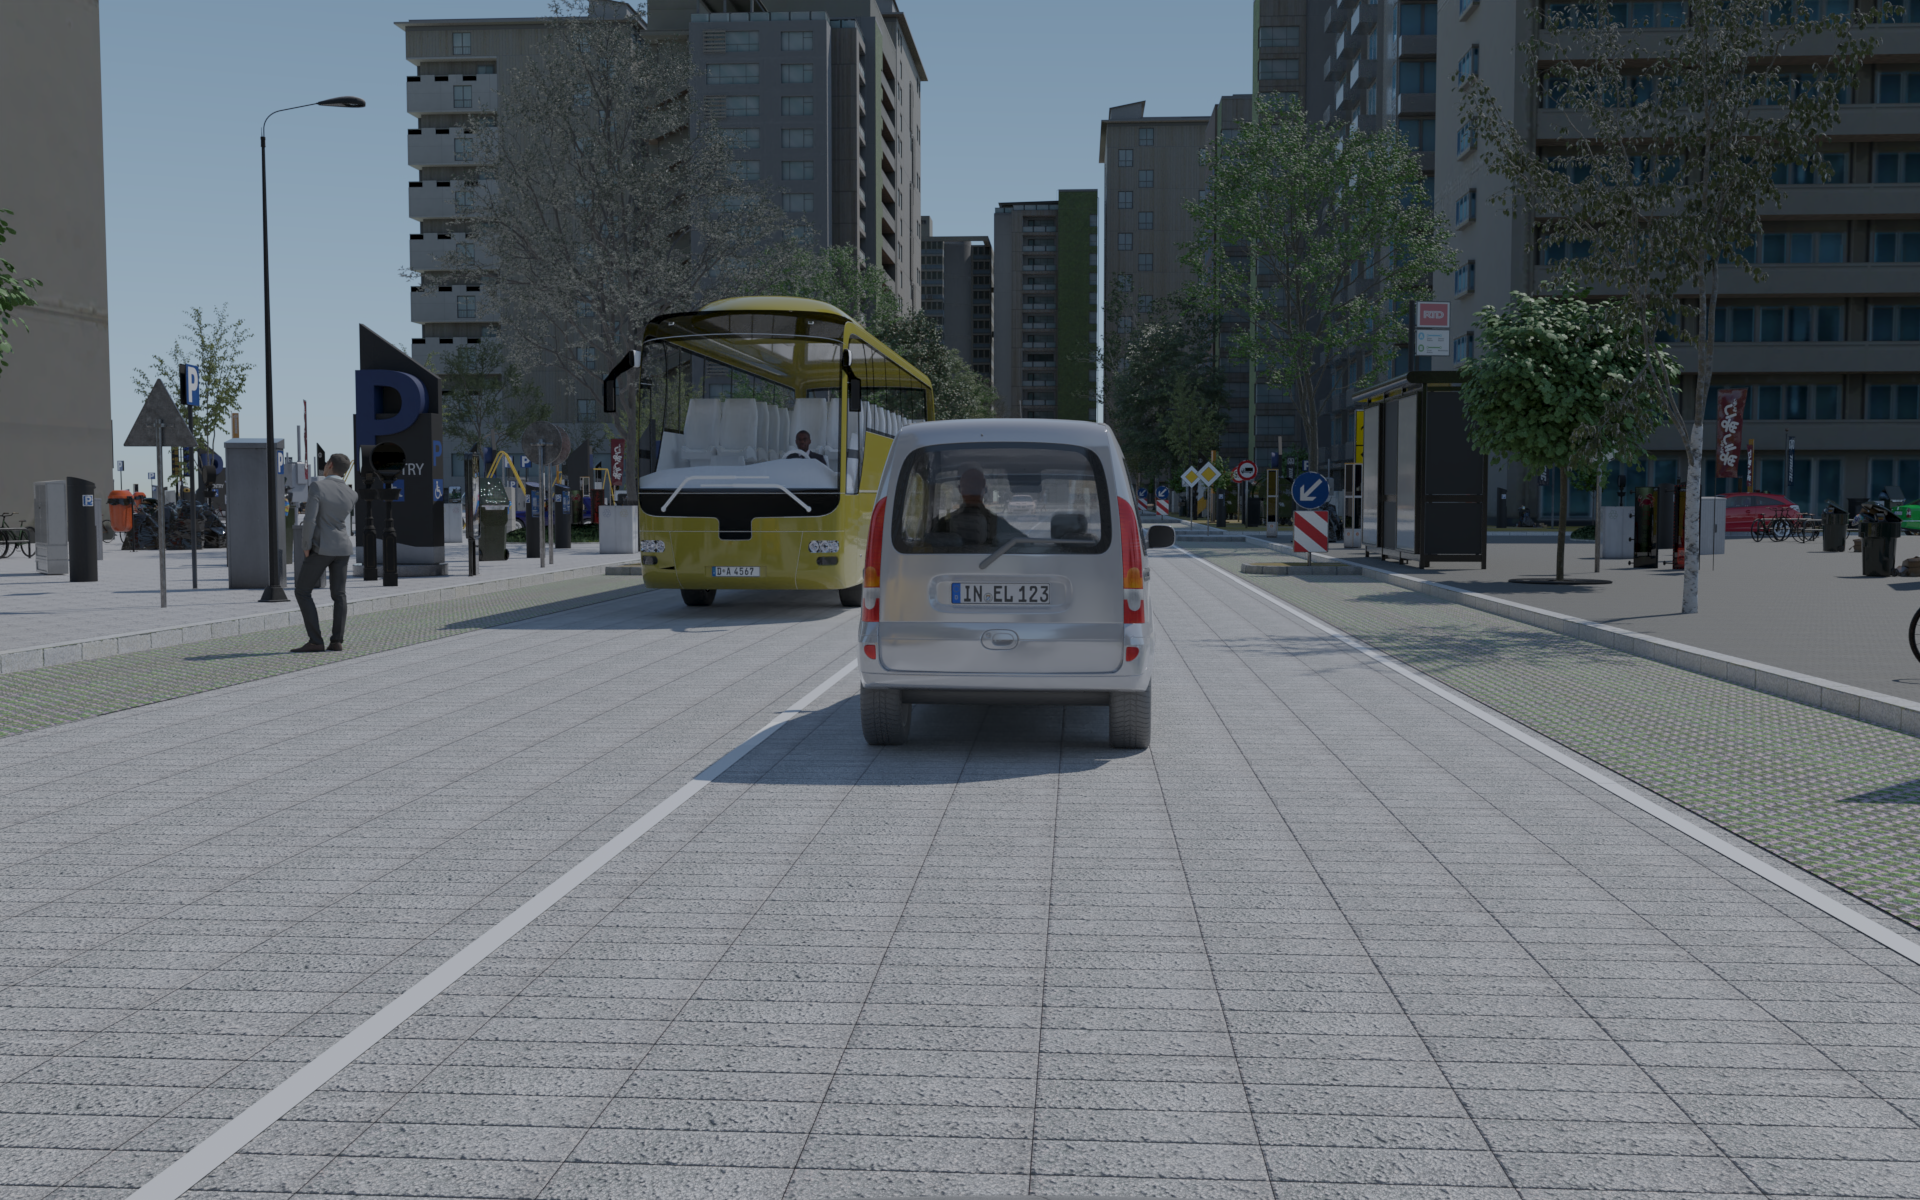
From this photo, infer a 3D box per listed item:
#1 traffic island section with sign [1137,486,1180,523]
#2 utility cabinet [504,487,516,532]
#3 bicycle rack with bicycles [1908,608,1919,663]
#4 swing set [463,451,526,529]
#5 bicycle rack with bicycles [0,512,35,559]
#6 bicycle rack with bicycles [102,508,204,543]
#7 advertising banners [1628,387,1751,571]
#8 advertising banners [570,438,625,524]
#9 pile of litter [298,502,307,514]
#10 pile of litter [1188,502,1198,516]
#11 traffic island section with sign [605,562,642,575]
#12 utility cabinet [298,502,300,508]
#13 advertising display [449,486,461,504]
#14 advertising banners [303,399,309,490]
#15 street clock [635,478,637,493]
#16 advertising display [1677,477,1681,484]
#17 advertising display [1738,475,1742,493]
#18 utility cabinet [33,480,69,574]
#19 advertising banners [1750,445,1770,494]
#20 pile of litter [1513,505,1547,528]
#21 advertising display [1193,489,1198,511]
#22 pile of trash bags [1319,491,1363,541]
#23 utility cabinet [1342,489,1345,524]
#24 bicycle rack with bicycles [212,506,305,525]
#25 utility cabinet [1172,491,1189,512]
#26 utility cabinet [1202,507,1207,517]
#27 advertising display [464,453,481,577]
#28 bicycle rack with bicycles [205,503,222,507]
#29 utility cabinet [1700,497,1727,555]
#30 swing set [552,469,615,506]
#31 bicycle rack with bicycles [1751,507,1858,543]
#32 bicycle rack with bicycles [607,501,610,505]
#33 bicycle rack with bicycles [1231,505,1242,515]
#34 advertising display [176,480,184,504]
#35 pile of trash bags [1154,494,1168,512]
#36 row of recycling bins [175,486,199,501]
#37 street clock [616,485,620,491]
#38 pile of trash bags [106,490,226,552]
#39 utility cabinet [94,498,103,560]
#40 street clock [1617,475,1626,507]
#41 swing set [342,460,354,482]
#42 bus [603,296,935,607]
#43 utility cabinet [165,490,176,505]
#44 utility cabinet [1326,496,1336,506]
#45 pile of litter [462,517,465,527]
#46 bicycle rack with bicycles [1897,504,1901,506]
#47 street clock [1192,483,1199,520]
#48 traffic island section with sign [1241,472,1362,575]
[{"bbox_3d":[9.881,-4.720,85.802,1.989,1.847,2.006,0,4,4],"label":"traffic island section with sign"},{"bbox_3d":[-14.672,-2.819,54.772,1.173,1.500,0.318,1,4,9],"label":"utility cabinet"},{"bbox_3d":[8.440,0.083,12.033,2.925,0.926,2.852,3,4,38],"label":"bicycle rack with bicycles"},{"bbox_3d":[-16.970,-4.084,64.387,2.862,2.851,3.119,-1,4,-13],"label":"swing set"},{"bbox_3d":[-19.517,-1.269,34.137,2.852,0.926,2.925,2,4,25],"label":"bicycle rack with bicycles"},{"bbox_3d":[-21.752,-1.925,44.863,2.852,0.926,2.925,0,4,4],"label":"bicycle rack with bicycles"},{"bbox_3d":[12.306,-2.027,29.329,0.090,3.025,2.074,-3,4,-36],"label":"advertising banners"},{"bbox_3d":[-11.463,-3.576,54.649,2.074,3.025,0.090,1,4,18],"label":"advertising banners"},{"bbox_3d":[-42.125,-5.925,110.841,1.719,0.858,1.176,2,4,25],"label":"pile of litter"},{"bbox_3d":[13.422,-5.231,99.488,1.719,0.858,1.176,-2,4,-35],"label":"pile of litter"},{"bbox_3d":[-5.164,-1.380,31.187,1.989,1.847,2.006,0,4,4],"label":"traffic island section with sign"},{"bbox_3d":[-48.946,-7.131,127.760,0.306,1.237,1.020,-3,4,-37],"label":"utility cabinet"},{"bbox_3d":[-40.191,-8.113,137.855,0.974,1.923,0.123,0,4,-3],"label":"advertising display"},{"bbox_3d":[-12.388,-2.253,33.029,0.090,3.025,2.074,-1,4,-15],"label":"advertising banners"},{"bbox_3d":[-13.301,-4.132,72.133,0.471,2.002,0.358,0,4,-1],"label":"street clock"},{"bbox_3d":[26.762,-3.628,64.537,0.123,1.923,0.974,2,4,24],"label":"advertising display"},{"bbox_3d":[26.853,-3.329,59.651,0.123,1.923,0.974,2,4,25],"label":"advertising display"},{"bbox_3d":[-14.577,-1.166,27.739,0.318,1.500,1.173,-3,4,-36],"label":"utility cabinet"},{"bbox_3d":[28.419,-4.008,61.713,2.074,3.025,0.090,-3,5,-43],"label":"advertising banners"},{"bbox_3d":[22.008,-3.238,66.900,1.176,0.858,1.719,0,4,3],"label":"pile of litter"},{"bbox_3d":[15.946,-6.724,115.156,0.974,1.923,0.123,0,4,-7],"label":"advertising display"},{"bbox_3d":[11.012,-2.404,49.055,1.912,1.369,3.447,1,4,23],"label":"pile of trash bags"},{"bbox_3d":[16.376,-3.935,73.017,0.318,1.500,1.173,2,4,24],"label":"utility cabinet"},{"bbox_3d":[-16.518,-1.830,43.300,2.852,0.926,2.925,1,4,10],"label":"bicycle rack with bicycles"},{"bbox_3d":[15.162,-6.763,119.259,1.173,1.500,0.318,-1,4,-23],"label":"utility cabinet"},{"bbox_3d":[13.806,-5.269,94.820,1.173,1.500,0.318,-1,4,-9],"label":"utility cabinet"},{"bbox_3d":[-7.687,-1.353,27.334,0.123,1.923,0.974,-1,4,-9],"label":"advertising display"},{"bbox_3d":[-30.842,-3.721,74.228,2.925,0.926,2.852,1,4,12],"label":"bicycle rack with bicycles"},{"bbox_3d":[15.848,-1.572,36.858,1.020,1.237,0.306,-2,4,-29],"label":"utility cabinet"},{"bbox_3d":[-22.866,-6.649,106.333,3.119,2.851,2.862,-2,4,-35],"label":"swing set"},{"bbox_3d":[22.406,-2.005,46.162,2.925,0.926,2.852,-1,4,-12],"label":"bicycle rack with bicycles"},{"bbox_3d":[-26.663,-7.395,134.284,2.925,0.926,2.852,3,4,36],"label":"bicycle rack with bicycles"},{"bbox_3d":[16.951,-5.833,108.748,2.925,0.926,2.852,0,4,-7],"label":"bicycle rack with bicycles"},{"bbox_3d":[-37.086,-4.718,82.349,0.123,1.923,0.974,-1,4,-10],"label":"advertising display"},{"bbox_3d":[15.557,-7.102,125.869,3.447,1.369,1.912,3,5,43],"label":"pile of trash bags"},{"bbox_3d":[-38.009,-4.953,88.093,3.534,1.692,1.069,-1,4,-14],"label":"row of recycling bins"},{"bbox_3d":[-24.653,-7.318,124.223,0.358,2.002,0.471,2,4,29],"label":"street clock"},{"bbox_3d":[-18.366,-1.834,39.741,1.912,1.369,3.447,0,4,7],"label":"pile of trash bags"},{"bbox_3d":[-16.973,-1.394,33.956,0.306,1.237,1.020,-2,4,-27],"label":"utility cabinet"},{"bbox_3d":[25.194,-3.756,65.982,0.358,2.002,0.471,1,4,10],"label":"street clock"},{"bbox_3d":[-26.910,-4.870,77.248,2.862,2.851,3.119,-1,4,-22],"label":"swing set"},{"bbox_3d":[-2.123,-2.065,25.305,2.896,3.916,12.252,0,4,4],"label":"bus"},{"bbox_3d":[-44.384,-5.421,97.311,0.318,1.500,1.173,-3,4,-37],"label":"utility cabinet"},{"bbox_3d":[14.478,-3.543,69.095,1.020,1.237,0.306,-1,4,-23],"label":"utility cabinet"},{"bbox_3d":[-19.843,-3.237,66.883,1.176,0.858,1.719,3,5,40],"label":"pile of litter"},{"bbox_3d":[57.875,-5.544,104.019,2.925,0.926,2.852,-2,4,-31],"label":"bicycle rack with bicycles"},{"bbox_3d":[11.531,-4.911,84.870,0.358,2.002,0.471,1,4,15],"label":"street clock"},{"bbox_3d":[6.137,-1.391,31.371,1.989,1.847,2.006,0,4,4],"label":"traffic island section with sign"}]
